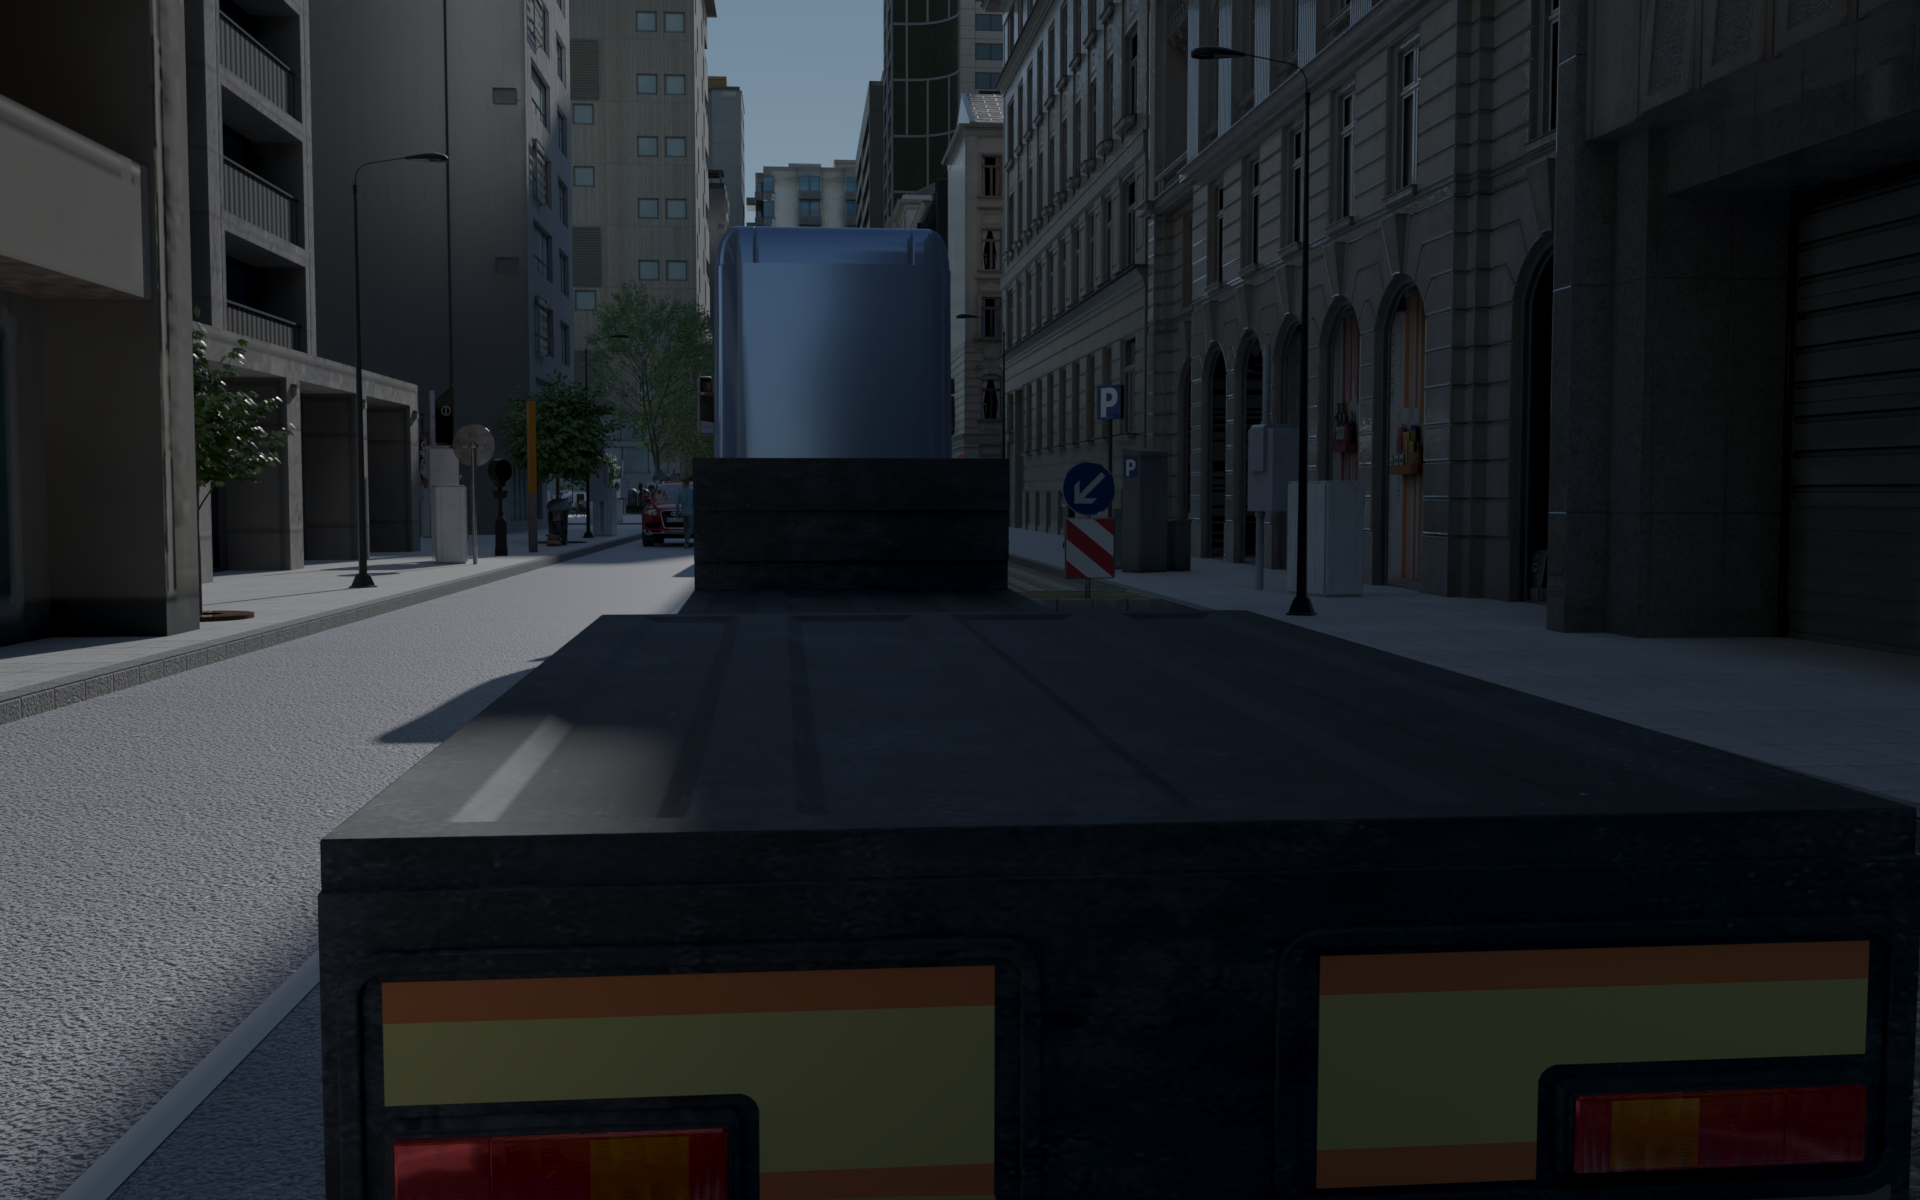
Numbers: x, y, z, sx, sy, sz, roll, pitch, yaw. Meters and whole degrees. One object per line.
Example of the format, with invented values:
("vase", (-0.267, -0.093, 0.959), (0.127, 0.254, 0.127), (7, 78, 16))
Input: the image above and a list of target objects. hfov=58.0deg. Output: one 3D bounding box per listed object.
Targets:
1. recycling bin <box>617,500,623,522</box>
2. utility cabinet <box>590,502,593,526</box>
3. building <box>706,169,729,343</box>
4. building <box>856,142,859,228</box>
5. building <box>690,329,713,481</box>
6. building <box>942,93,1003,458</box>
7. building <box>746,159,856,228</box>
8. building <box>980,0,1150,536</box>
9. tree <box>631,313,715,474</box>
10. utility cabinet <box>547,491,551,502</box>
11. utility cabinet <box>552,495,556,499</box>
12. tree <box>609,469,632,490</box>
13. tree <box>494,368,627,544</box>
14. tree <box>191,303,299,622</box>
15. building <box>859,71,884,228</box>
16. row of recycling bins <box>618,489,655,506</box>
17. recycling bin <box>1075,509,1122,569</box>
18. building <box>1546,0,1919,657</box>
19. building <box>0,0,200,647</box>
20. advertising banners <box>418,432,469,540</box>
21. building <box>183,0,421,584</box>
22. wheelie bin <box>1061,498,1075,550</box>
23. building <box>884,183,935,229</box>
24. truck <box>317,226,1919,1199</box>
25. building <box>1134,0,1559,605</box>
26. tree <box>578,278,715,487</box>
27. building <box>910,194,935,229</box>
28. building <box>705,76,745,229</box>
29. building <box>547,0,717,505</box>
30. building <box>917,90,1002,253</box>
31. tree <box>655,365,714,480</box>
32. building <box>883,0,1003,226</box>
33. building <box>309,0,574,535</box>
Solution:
("recycling bin", (-15.815, -4.063, 78.977), (0.722, 1.027, 0.722), (-2, 4, -31))
("utility cabinet", (-14.696, -3.587, 69.813), (0.306, 1.237, 1.020), (-2, 4, -25))
("building", (-36.130, -32.744, 218.952), (14.086, 41.232, 14.154), (0, 4, -5))
("building", (-2.030, -36.339, 217.845), (21.300, 48.544, 21.600), (0, 4, -5))
("building", (-41.319, -21.344, 194.015), (27.650, 21.520, 28.899), (0, 4, -5))
("building", (8.579, -14.532, 86.742), (18.267, 20.994, 9.793), (0, 4, -5))
("building", (-15.361, -38.604, 250.790), (30.456, 49.044, 23.786), (0, 4, -5))
("building", (10.244, -13.588, 55.446), (16.112, 22.955, 30.059), (0, 4, -5))
("tree", (-16.713, -11.657, 108.723), (7.486, 12.596, 7.792), (0, 3, 0))
("utility cabinet", (-30.616, -7.251, 127.233), (1.173, 1.500, 0.318), (1, 4, 10))
("utility cabinet", (-29.018, -7.002, 125.643), (1.020, 1.237, 0.306), (0, 4, 7))
("tree", (-26.521, -8.631, 135.719), (1.663, 3.219, 1.824), (0, 3, 0))
("tree", (-10.460, -3.774, 45.414), (4.285, 4.588, 4.351), (0, 3, 0))
("tree", (-7.773, -1.408, 17.627), (1.663, 3.219, 1.824), (0, 3, 0))
("building", (-0.002, -35.016, 196.221), (21.300, 48.544, 21.600), (0, 4, -5))
("row of recycling bins", (-24.289, -7.559, 130.695), (3.534, 1.692, 1.069), (-1, 4, -18))
("recycling bin", (2.439, -1.057, 29.843), (0.722, 1.027, 0.722), (2, 4, 28))
("building", (12.449, -11.515, 6.289), (12.078, 24.808, 19.932), (0, 4, -5))
("building", (-16.828, -23.230, 3.519), (21.300, 48.544, 21.600), (0, 4, -5))
("advertising banners", (-14.484, -3.194, 48.413), (2.074, 3.025, 0.090), (2, 4, 34))
("building", (-21.924, -36.286, 31.528), (20.563, 71.187, 20.611), (0, 4, -5))
("wheelie bin", (2.671, -1.915, 39.217), (0.693, 1.594, 0.980), (-1, 4, -9))
("building", (1.034, -21.786, 143.588), (14.401, 28.519, 23.554), (0, 4, -5))
("truck", (-0.674, -1.347, 11.787), (2.967, 4.110, 18.799), (0, 4, -6))
("building", (11.227, -11.415, 28.443), (13.314, 21.916, 24.055), (0, 4, -5))
("tree", (-14.971, -9.731, 84.851), (9.928, 11.665, 9.643), (0, 3, 0))
("building", (2.106, -17.930, 122.040), (11.050, 23.489, 19.941), (0, 4, -5))
("building", (-44.715, -43.090, 246.512), (28.212, 58.520, 21.231), (0, 4, -5))
("building", (-37.910, -35.201, 164.771), (28.713, 52.752, 27.495), (0, 4, -5))
("building", (4.131, -16.768, 103.833), (12.332, 23.373, 15.834), (0, 4, -5))
("tree", (-15.588, -9.104, 99.215), (4.737, 8.622, 4.395), (0, 3, 0))
("building", (0.823, -45.027, 174.448), (20.563, 71.187, 20.611), (0, 4, -5))
("building", (-20.958, -22.983, 59.366), (14.086, 41.232, 14.154), (0, 4, -5))
